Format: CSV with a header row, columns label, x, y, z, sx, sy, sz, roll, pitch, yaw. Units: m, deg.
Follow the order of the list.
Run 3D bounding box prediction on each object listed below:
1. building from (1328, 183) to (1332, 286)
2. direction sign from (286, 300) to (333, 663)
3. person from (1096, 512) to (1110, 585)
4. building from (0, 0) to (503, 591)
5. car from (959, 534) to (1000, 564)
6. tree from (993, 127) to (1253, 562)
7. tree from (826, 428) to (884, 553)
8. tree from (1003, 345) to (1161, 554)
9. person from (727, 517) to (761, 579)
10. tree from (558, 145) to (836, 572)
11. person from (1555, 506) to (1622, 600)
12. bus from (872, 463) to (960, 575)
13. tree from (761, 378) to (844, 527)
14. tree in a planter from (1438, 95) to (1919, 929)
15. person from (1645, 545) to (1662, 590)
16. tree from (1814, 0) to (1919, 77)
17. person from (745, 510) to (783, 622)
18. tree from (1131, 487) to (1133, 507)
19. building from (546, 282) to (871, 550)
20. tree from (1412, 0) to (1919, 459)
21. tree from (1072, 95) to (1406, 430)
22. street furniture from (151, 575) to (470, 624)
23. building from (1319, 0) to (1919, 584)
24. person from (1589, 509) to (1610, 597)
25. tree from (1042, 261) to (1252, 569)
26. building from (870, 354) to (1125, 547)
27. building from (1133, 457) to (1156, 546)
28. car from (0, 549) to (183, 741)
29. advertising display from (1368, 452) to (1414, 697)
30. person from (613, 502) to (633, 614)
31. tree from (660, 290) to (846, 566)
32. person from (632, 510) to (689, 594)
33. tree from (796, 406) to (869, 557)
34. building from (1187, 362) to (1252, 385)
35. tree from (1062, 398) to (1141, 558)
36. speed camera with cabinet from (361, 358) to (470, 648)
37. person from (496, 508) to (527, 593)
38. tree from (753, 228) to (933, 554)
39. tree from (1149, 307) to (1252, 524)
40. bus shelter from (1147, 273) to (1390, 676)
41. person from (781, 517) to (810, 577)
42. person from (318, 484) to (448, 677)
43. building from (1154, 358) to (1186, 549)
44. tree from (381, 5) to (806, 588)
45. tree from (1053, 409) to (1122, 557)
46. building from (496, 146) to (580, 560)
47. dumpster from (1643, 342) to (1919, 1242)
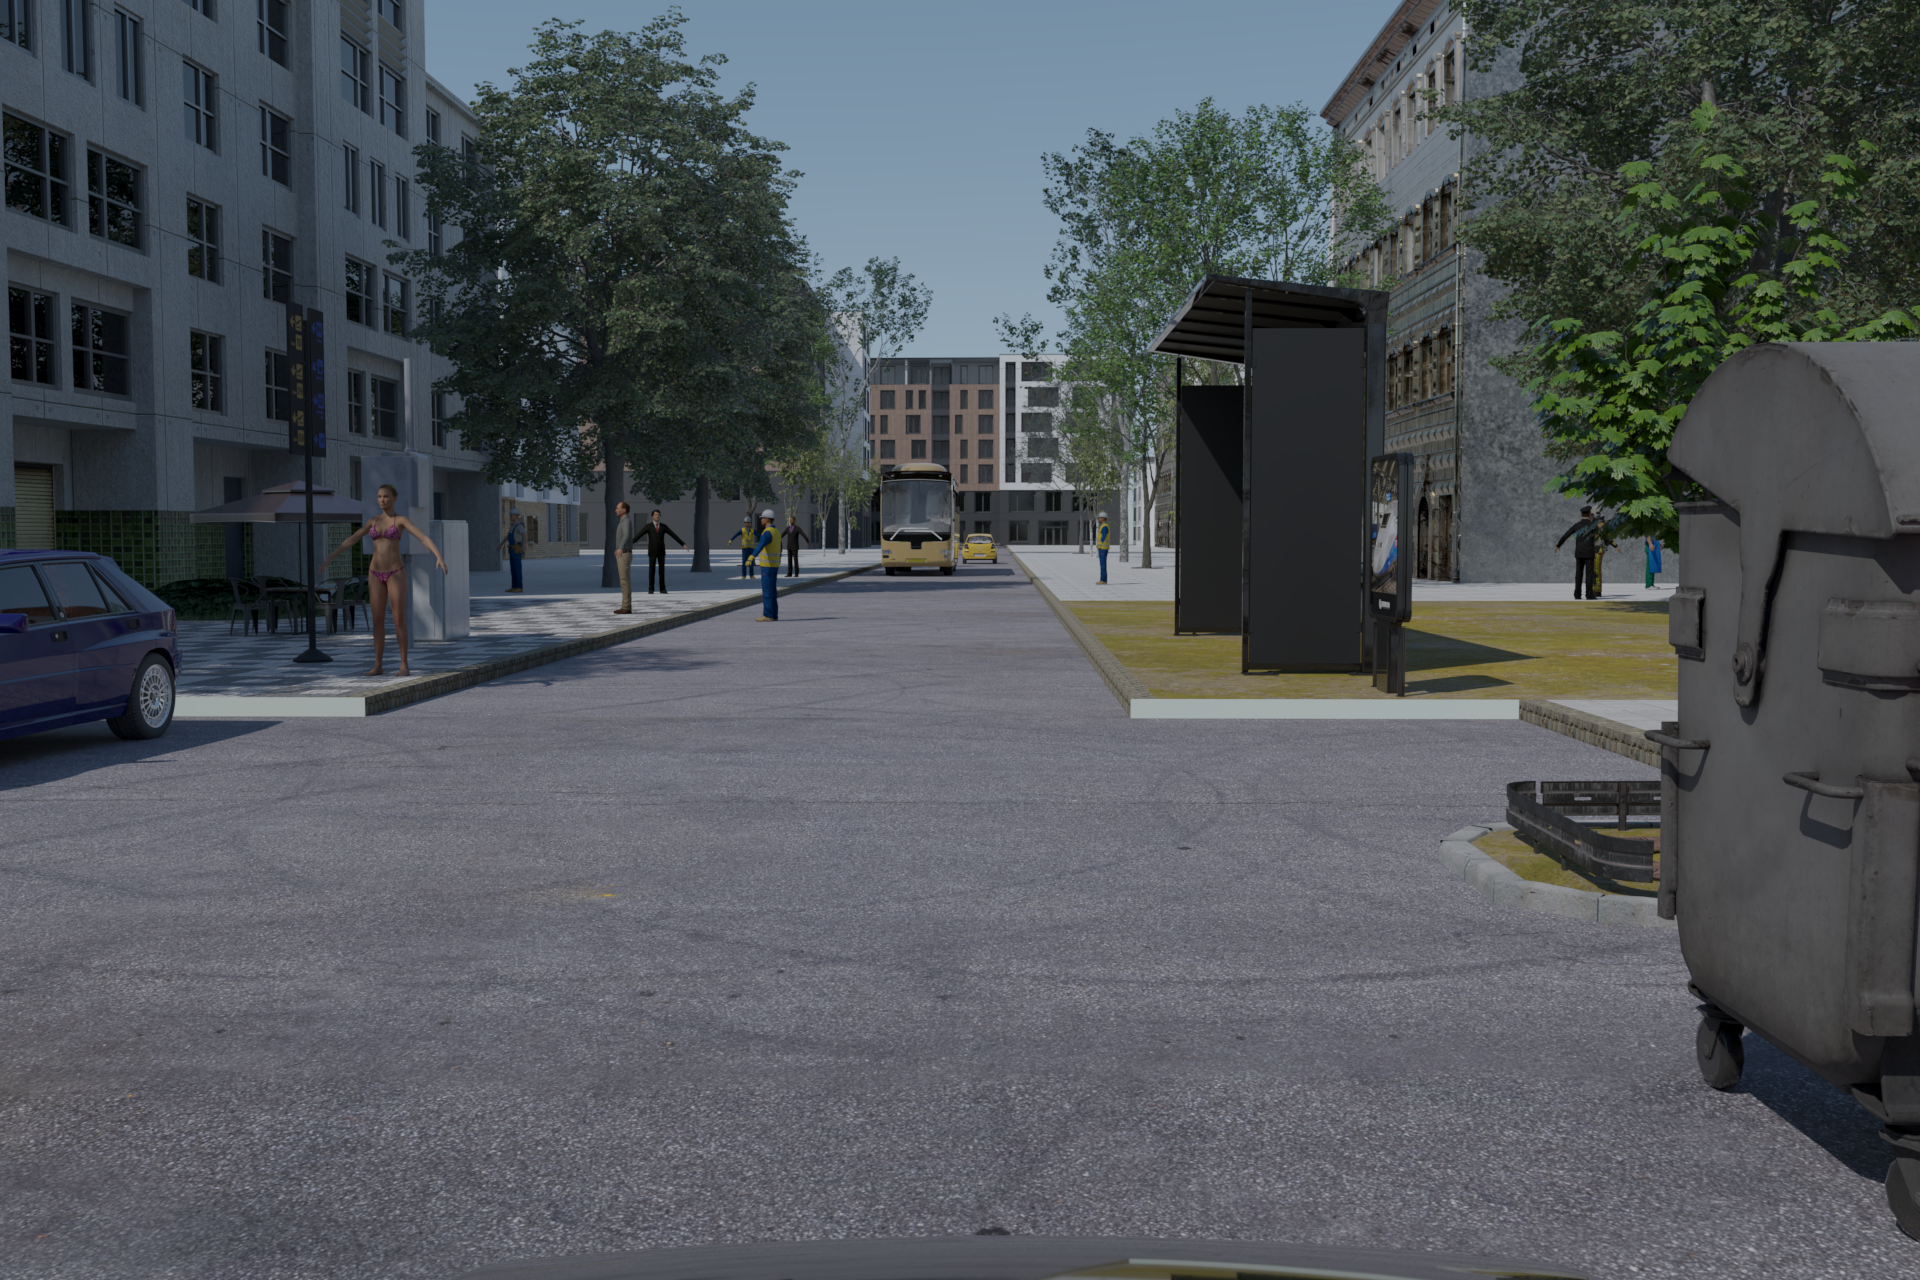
label,x,y,z,sx,sy,sz,roll,pitch,yaw
building,24.366,-14.269,89.725,16.016,20.090,11.380,0,4,1
direction sign,-6.508,-1.548,17.311,0.379,3.537,0.876,0,4,1
person,3.602,-2.325,43.986,0.705,1.833,1.349,0,4,4
building,-24.558,-10.858,43.986,16.747,18.905,31.486,0,4,1
car,0.961,-4.535,84.379,2.015,1.641,3.980,0,4,0
tree,7.890,-13.676,79.494,12.611,20.169,13.585,0,3,0
tree,-7.421,-10.360,119.746,4.737,8.622,4.395,0,3,0
tree,7.938,-12.298,111.441,12.009,13.543,11.850,0,3,0
person,-6.057,-2.636,49.562,1.216,1.772,0.721,-1,4,-18
tree,-8.758,-9.275,58.302,9.857,13.997,8.962,0,3,0
person,12.200,-1.702,33.760,1.347,1.837,0.705,3,5,44
bus,-1.369,-4.399,63.473,2.896,3.916,12.252,0,4,1
tree,-7.499,-7.847,78.654,4.737,8.622,4.395,0,3,0
tree in a planter,3.083,-0.604,7.097,1.991,3.239,1.994,0,4,2
person,15.958,-2.063,39.863,0.704,1.817,1.347,2,4,30
tree,9.668,-4.681,10.943,7.601,10.594,8.767,-2,4,-34
person,-3.166,-1.226,28.469,0.705,1.833,1.349,1,4,16
tree,22.502,-15.692,206.921,4.737,8.622,4.395,0,3,0
building,-22.836,-19.100,156.262,27.936,21.610,32.646,0,4,0
tree,12.210,-7.328,26.464,9.857,13.997,8.962,0,3,0
tree,6.442,-7.004,40.266,9.928,11.665,9.643,0,3,0
street furniture,-11.349,-0.870,29.846,5.734,0.657,10.072,-1,4,-18
building,22.375,-13.585,53.052,19.493,23.208,18.063,0,4,2
person,12.939,-1.806,35.296,0.705,1.858,1.354,1,4,11
tree,7.100,-8.460,64.078,9.928,11.665,9.643,0,3,0
building,2.870,-22.184,209.138,32.646,21.610,27.936,0,4,2
building,24.142,-15.000,187.395,9.099,9.664,28.070,0,4,2
car,-6.512,0.106,10.846,1.945,1.354,3.894,0,4,2
advertising display,3.485,-0.540,14.035,0.123,1.923,0.974,0,4,0
person,-5.422,-1.320,27.846,0.705,1.796,1.348,-1,4,-12
tree,-8.351,-8.781,69.325,9.928,11.665,9.643,0,3,0
person,-6.493,-1.892,37.117,1.347,1.806,0.705,-1,4,-20
tree,-7.840,-8.965,96.944,4.360,8.622,3.978,0,3,0
building,24.253,-17.723,146.184,16.016,20.090,11.380,0,4,1
tree,7.554,-8.659,91.939,4.737,8.622,4.395,0,3,0
speed camera with cabinet,-6.373,-1.589,20.316,0.660,3.252,2.038,0,4,2
person,-9.787,-1.968,38.037,0.705,1.847,1.347,-3,5,-39
tree,-8.799,-15.479,108.965,12.611,20.169,13.585,0,3,0
tree,7.472,-6.284,53.108,4.737,8.622,4.395,0,3,0
bus shelter,3.144,-1.679,18.742,1.731,3.624,6.357,0,4,1
person,-4.982,-2.766,51.453,1.346,1.802,0.704,2,4,28
person,-5.193,-0.540,15.629,1.217,1.733,0.721,0,4,7
building,28.192,-20.165,160.626,19.493,23.208,18.063,0,4,2
tree,-8.452,-8.247,41.492,9.857,13.997,8.962,0,3,0
tree,7.511,-9.010,97.678,4.360,8.622,3.978,0,3,0
building,-26.892,-14.037,85.930,16.016,20.090,11.380,0,4,1
dumpster,2.666,0.262,3.930,1.865,1.857,1.264,0,4,1
